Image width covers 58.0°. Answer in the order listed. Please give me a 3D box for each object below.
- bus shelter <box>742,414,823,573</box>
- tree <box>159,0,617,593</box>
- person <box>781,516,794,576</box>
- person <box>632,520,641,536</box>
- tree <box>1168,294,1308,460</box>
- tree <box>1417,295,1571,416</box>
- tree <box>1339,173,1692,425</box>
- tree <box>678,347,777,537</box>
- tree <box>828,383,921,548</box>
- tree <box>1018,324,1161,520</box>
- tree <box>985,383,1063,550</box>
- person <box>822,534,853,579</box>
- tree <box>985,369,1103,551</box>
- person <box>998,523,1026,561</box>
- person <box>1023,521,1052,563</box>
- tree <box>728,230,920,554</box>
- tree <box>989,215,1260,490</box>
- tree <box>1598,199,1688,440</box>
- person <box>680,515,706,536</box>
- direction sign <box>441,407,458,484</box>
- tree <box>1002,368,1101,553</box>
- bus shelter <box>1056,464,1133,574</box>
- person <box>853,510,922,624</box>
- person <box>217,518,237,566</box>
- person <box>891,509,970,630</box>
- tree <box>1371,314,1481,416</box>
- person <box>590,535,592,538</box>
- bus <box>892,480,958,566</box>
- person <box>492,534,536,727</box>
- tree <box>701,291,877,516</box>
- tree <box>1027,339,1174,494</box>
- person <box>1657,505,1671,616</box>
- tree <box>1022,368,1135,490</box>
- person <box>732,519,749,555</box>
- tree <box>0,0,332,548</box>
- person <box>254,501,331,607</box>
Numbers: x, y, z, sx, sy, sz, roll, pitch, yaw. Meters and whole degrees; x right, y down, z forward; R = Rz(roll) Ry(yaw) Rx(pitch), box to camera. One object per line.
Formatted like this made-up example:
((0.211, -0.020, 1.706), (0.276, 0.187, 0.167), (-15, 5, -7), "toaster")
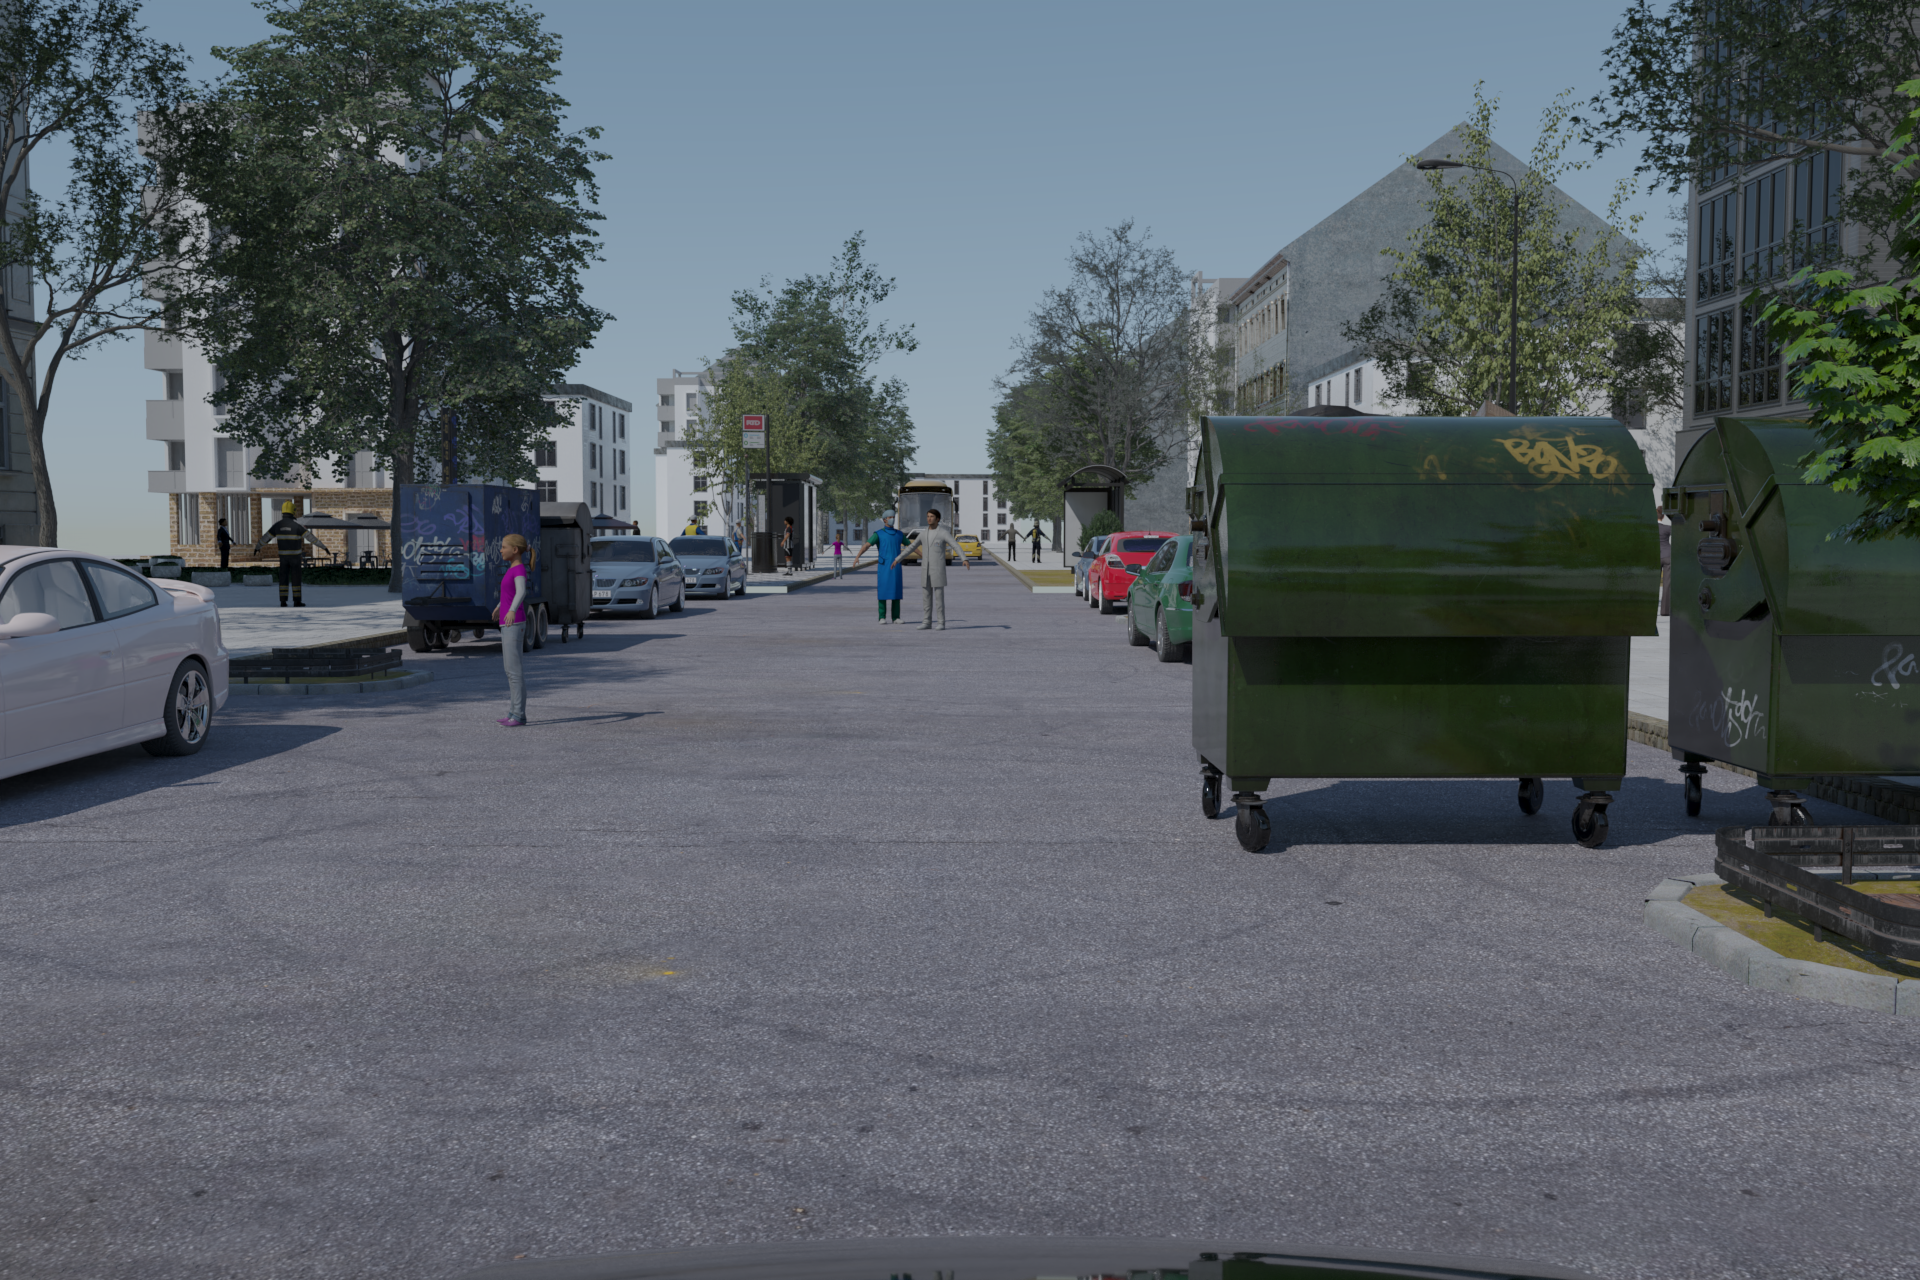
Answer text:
((-6.215, -5.081, 60.714), (2.179, 5.291, 8.768), (0, 4, 0), "bus shelter")
((-12.180, -8.025, 37.870), (9.857, 13.997, 8.962), (0, 3, 0), "tree")
((-5.300, -2.885, 53.310), (0.704, 1.843, 1.345), (0, 4, 3), "person")
((-12.270, -3.622, 65.451), (0.704, 1.802, 1.346), (0, 4, 5), "person")
((8.010, -6.308, 53.503), (4.360, 8.622, 3.978), (0, 3, 0), "tree")
((15.439, -6.152, 50.955), (4.737, 8.622, 4.395), (0, 3, 0), "tree")
((14.018, -6.696, 43.900), (8.767, 10.594, 7.601), (0, 4, 8), "tree")
((-9.284, -7.248, 68.864), (4.737, 8.622, 4.395), (0, 3, 0), "tree")
((-8.171, -14.701, 147.011), (9.857, 13.997, 8.962), (0, 3, 0), "tree")
((6.901, -10.667, 92.526), (7.486, 12.596, 7.792), (0, 3, 0), "tree")
((6.439, -14.449, 142.901), (9.857, 13.997, 8.962), (0, 3, 0), "tree")
((-3.876, -2.635, 54.804), (0.991, 1.433, 0.599), (-1, 4, -15), "person")
((6.974, -13.507, 127.500), (9.857, 13.997, 8.962), (0, 3, 0), "tree")
((2.438, -4.598, 81.313), (1.348, 1.813, 0.705), (0, 4, 2), "person")
((3.392, -4.339, 76.723), (1.354, 1.856, 0.705), (2, 4, 24), "person")
((-8.543, -15.491, 109.162), (12.611, 20.169, 13.585), (0, 3, 0), "tree")
((6.165, -9.623, 67.708), (12.009, 13.543, 11.850), (0, 3, 0), "tree")
((24.998, -8.900, 55.890), (12.009, 13.543, 11.850), (0, 3, 0), "tree")
((-7.532, -2.641, 49.152), (1.349, 1.833, 0.705), (2, 4, 31), "person")
((-9.220, -2.406, 31.336), (0.379, 3.537, 0.876), (0, 4, -1), "direction sign")
((6.679, -12.154, 116.850), (7.486, 12.596, 7.792), (0, 3, 0), "tree")
((4.055, -3.610, 52.941), (2.014, 3.302, 5.546), (0, 4, 1), "bus shelter")
((-1.107, -1.162, 27.575), (1.347, 1.817, 0.704), (-2, 4, -26), "person")
((-20.991, -2.623, 49.604), (0.721, 1.740, 1.216), (0, 4, -3), "person")
((-0.411, -1.056, 25.902), (1.347, 1.806, 0.705), (2, 4, 29), "person")
((16.038, -6.560, 57.610), (4.360, 8.622, 3.978), (0, 3, 0), "tree")
((-17.870, -4.613, 81.563), (1.346, 1.812, 0.704), (-2, 4, -29), "person")
((-1.547, -5.537, 82.082), (2.896, 3.916, 12.252), (0, 4, 0), "bus")
((-3.396, -0.075, 12.942), (0.599, 1.433, 0.991), (-1, 4, -20), "person")
((-8.938, -11.372, 92.592), (9.857, 13.997, 8.962), (0, 3, 0), "tree")
((6.713, -9.106, 83.296), (7.601, 10.594, 8.767), (-1, 4, -21), "tree")
((11.086, -1.239, 27.105), (0.742, 1.727, 0.445), (0, 4, 6), "person")
((7.266, -10.844, 103.058), (9.928, 11.665, 9.643), (0, 3, 0), "tree")
((-8.400, -3.669, 65.849), (0.705, 1.847, 1.347), (-2, 4, -32), "person")
((-12.192, -5.404, 22.768), (7.601, 10.594, 8.767), (2, 4, 31), "tree")
((-11.781, -1.511, 30.476), (1.351, 1.858, 0.704), (0, 3, 0), "person")
